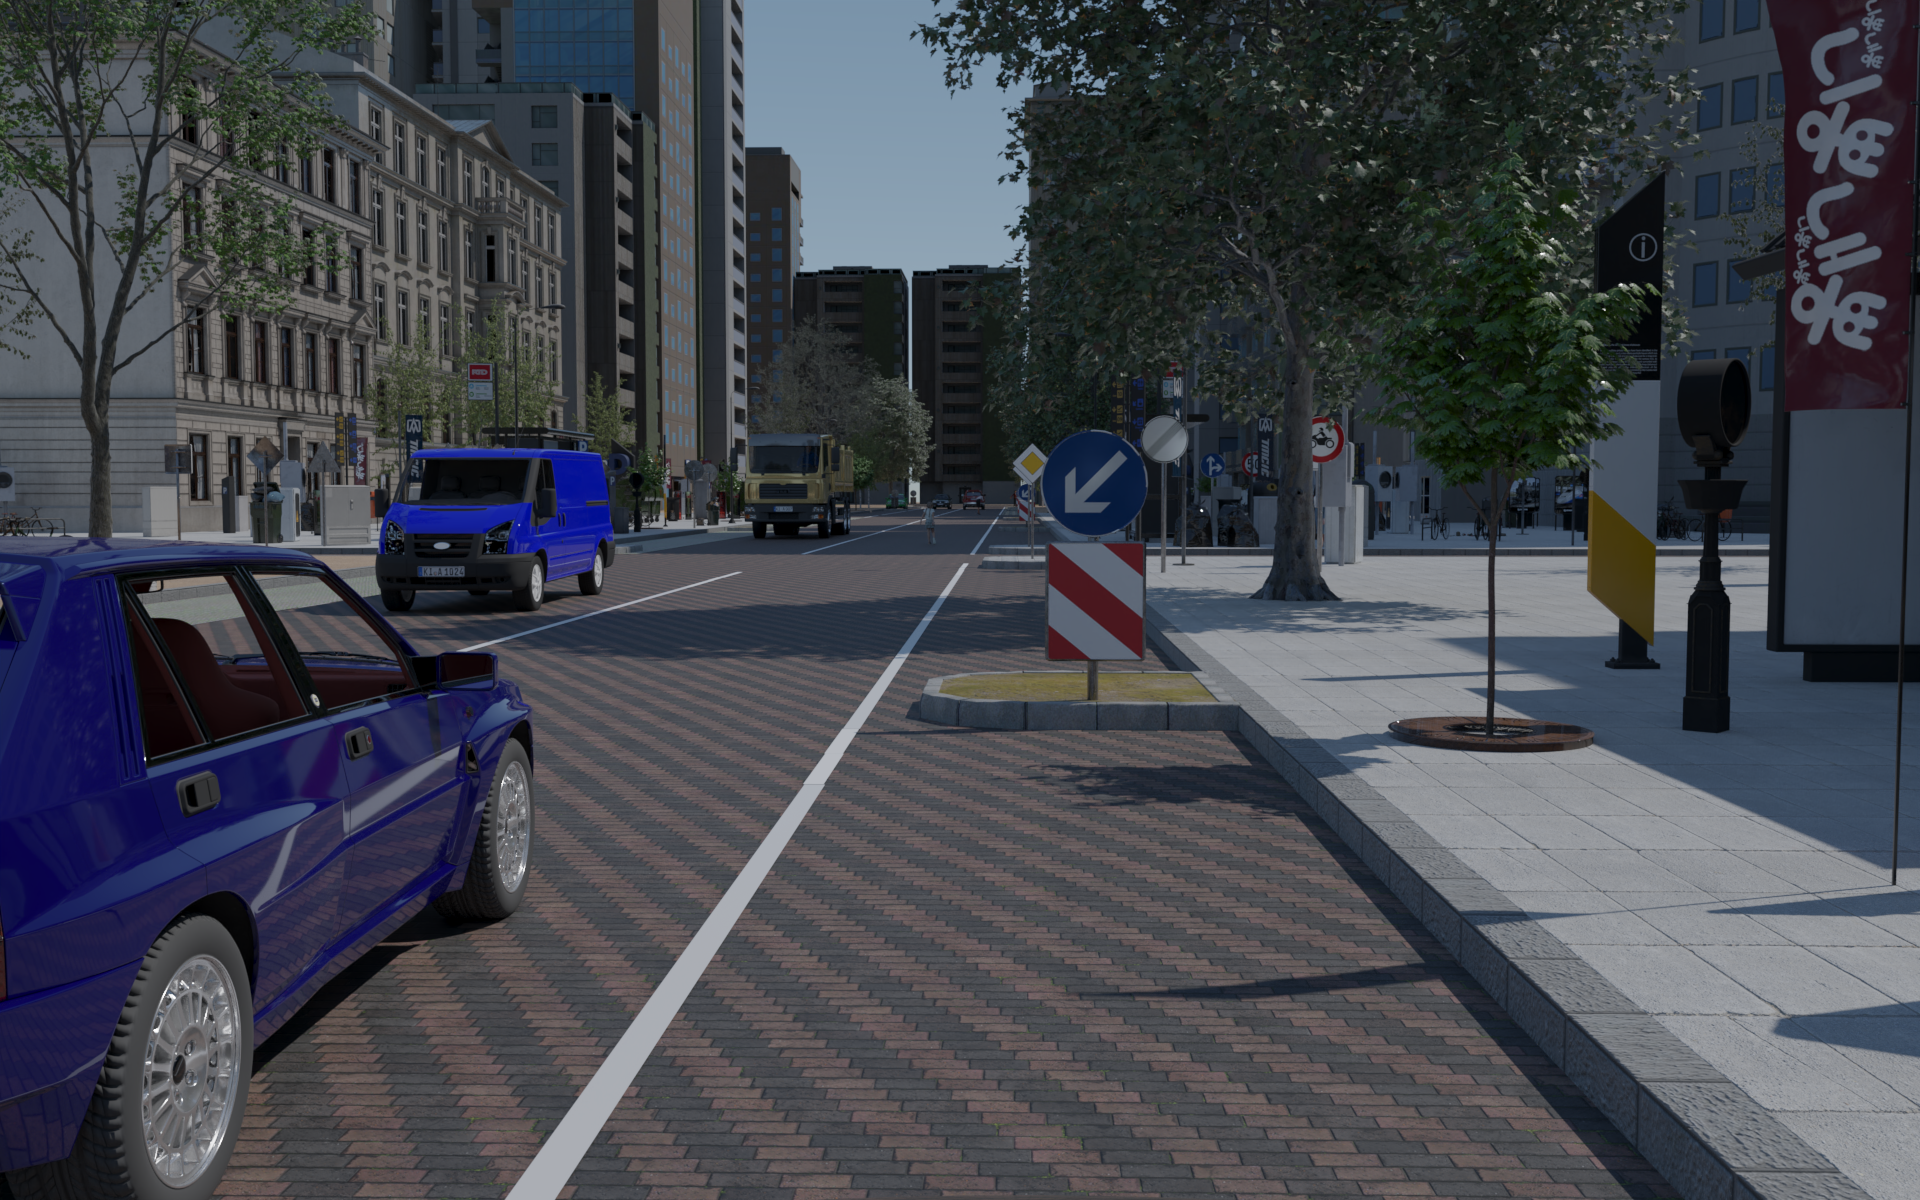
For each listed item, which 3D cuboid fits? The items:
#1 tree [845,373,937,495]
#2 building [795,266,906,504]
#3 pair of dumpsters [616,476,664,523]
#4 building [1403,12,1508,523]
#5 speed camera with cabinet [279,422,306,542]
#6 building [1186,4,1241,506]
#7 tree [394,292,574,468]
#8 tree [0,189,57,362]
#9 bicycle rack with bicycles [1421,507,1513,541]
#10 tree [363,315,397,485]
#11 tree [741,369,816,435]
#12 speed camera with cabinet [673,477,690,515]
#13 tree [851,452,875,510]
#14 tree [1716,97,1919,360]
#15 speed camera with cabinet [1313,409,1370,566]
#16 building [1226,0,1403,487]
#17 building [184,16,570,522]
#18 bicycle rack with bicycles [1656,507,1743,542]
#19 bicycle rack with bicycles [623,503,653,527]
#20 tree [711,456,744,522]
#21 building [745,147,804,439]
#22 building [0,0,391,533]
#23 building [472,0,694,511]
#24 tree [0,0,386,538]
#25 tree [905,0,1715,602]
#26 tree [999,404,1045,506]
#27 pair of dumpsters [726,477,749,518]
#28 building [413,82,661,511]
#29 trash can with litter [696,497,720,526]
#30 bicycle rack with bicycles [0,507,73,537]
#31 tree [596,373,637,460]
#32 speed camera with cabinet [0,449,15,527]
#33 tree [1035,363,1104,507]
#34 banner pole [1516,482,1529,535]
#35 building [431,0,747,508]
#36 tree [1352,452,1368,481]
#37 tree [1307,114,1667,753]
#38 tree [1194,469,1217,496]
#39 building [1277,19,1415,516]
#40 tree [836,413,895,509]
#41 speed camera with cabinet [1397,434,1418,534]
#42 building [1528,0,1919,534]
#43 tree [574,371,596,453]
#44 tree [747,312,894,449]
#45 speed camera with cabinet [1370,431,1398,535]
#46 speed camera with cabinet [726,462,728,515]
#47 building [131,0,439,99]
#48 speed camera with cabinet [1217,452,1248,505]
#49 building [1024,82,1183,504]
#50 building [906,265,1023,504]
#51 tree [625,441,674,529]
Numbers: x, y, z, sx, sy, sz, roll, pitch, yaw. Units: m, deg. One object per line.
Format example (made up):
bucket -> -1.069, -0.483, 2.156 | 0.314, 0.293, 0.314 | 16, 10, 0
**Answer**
tree -> -7.332, -16.778, 180.979 | 9.857, 13.997, 8.962 | 0, 3, 0
building -> -13.801, -27.567, 222.413 | 14.107, 30.474, 14.160 | 0, 4, 2
pair of dumpsters -> -14.275, -4.548, 76.857 | 1.574, 2.255, 4.437 | 0, 4, 2
building -> 28.670, -24.405, 82.624 | 14.154, 41.232, 14.086 | 0, 4, 2
speed camera with cabinet -> -18.276, -3.233, 47.198 | 0.660, 3.252, 2.038 | -1, 4, -12
building -> 31.746, -37.993, 163.183 | 21.231, 58.520, 28.212 | 0, 4, 2
tree -> -17.457, -6.944, 63.890 | 4.737, 8.622, 4.395 | 0, 3, 0
tree -> -18.807, -4.943, 31.186 | 4.360, 8.622, 3.978 | 0, 3, 0
bicycle rack with bicycles -> 14.074, -2.130, 48.212 | 2.852, 0.926, 2.925 | 2, 4, 24
tree -> -21.905, -7.248, 68.872 | 4.737, 8.622, 4.395 | 0, 3, 0
tree -> -10.439, -9.270, 101.920 | 4.360, 8.622, 3.978 | 0, 3, 0
speed camera with cabinet -> -17.197, -6.888, 106.953 | 0.660, 3.252, 2.038 | -1, 4, -23
tree -> -8.148, -9.321, 136.114 | 4.285, 4.588, 4.351 | 0, 3, 0
tree -> 15.144, -4.868, 29.955 | 4.360, 8.622, 3.978 | 0, 3, 0
speed camera with cabinet -> 6.925, -2.277, 31.573 | 0.660, 3.252, 2.038 | 1, 4, 21
building -> 32.679, -31.371, 132.526 | 23.786, 49.044, 30.456 | 0, 4, 2
building -> -30.810, -16.747, 92.903 | 14.460, 24.649, 34.723 | 0, 4, 2
bicycle rack with bicycles -> 19.915, -2.088, 47.517 | 2.925, 0.926, 2.852 | -2, 4, -31
bicycle rack with bicycles -> -13.444, -3.299, 67.323 | 2.925, 0.926, 2.852 | -1, 4, -8
tree -> -10.643, -5.287, 81.040 | 1.663, 3.219, 1.824 | 0, 3, 0
building -> -27.932, -35.033, 222.895 | 14.200, 45.320, 14.600 | 0, 4, 2
building -> -30.268, -12.322, 66.089 | 10.561, 19.102, 19.286 | 0, 4, 2
building -> -29.433, -29.894, 138.882 | 14.600, 45.320, 14.200 | 0, 4, 2
tree -> -11.929, -5.999, 23.837 | 9.928, 11.665, 9.643 | 0, 3, 0
tree -> 4.156, -6.339, 20.656 | 9.611, 12.733, 9.660 | 0, 3, 0
tree -> 8.882, -17.065, 185.675 | 9.857, 13.997, 8.962 | 0, 3, 0
pair of dumpsters -> -11.822, -5.609, 94.200 | 1.574, 2.255, 4.437 | 0, 4, 2
building -> -30.185, -21.622, 125.225 | 14.160, 30.474, 14.107 | 0, 4, 2
trash can with litter -> -10.251, -3.593, 70.133 | 1.055, 1.170, 0.624 | 0, 4, 4
bicycle rack with bicycles -> -26.212, -2.090, 47.556 | 2.852, 0.926, 2.925 | 2, 4, 27
tree -> -21.094, -9.365, 103.485 | 4.737, 8.622, 4.395 | 0, 3, 0
speed camera with cabinet -> -31.700, -3.764, 55.883 | 2.038, 3.252, 0.660 | -3, 5, -42
tree -> 5.514, -8.494, 89.238 | 4.737, 8.622, 4.395 | 0, 3, 0
banner pole -> 17.752, -3.943, 54.478 | 0.401, 3.779, 0.863 | 1, 4, 12
building -> -35.577, -38.355, 169.108 | 28.212, 58.520, 21.231 | 0, 4, 2
tree -> 21.804, -7.120, 100.123 | 4.285, 4.588, 4.351 | 0, 3, 0
tree -> 2.807, -0.873, 8.870 | 1.663, 3.219, 1.824 | 0, 3, 0
tree -> 15.660, -7.001, 109.074 | 1.663, 3.219, 1.824 | 0, 3, 0
building -> 26.985, -20.652, 109.361 | 14.160, 30.474, 14.107 | 0, 4, 2
tree -> -8.827, -12.356, 152.384 | 4.737, 8.622, 4.395 | 0, 3, 0
speed camera with cabinet -> 14.215, -3.758, 55.786 | 0.660, 3.252, 2.038 | 0, 4, 2
building -> 37.268, -31.889, 63.379 | 28.212, 58.520, 21.231 | 0, 4, 2
tree -> -19.433, -7.696, 76.198 | 4.737, 8.622, 4.395 | 0, 3, 0
tree -> -9.323, -12.631, 116.885 | 12.009, 13.543, 11.850 | 0, 3, 0
speed camera with cabinet -> 12.521, -3.632, 53.727 | 2.038, 3.252, 0.660 | -2, 4, -34
speed camera with cabinet -> -13.775, -6.953, 108.015 | 2.038, 3.252, 0.660 | 1, 4, 18
building -> -63.951, -35.312, 166.593 | 27.495, 52.752, 28.713 | 0, 4, 2
speed camera with cabinet -> 13.164, -5.348, 81.776 | 2.038, 3.252, 0.660 | 0, 4, 4
building -> 22.118, -39.056, 227.802 | 27.495, 52.752, 28.713 | 0, 4, 2
building -> 0.939, -27.496, 221.263 | 14.107, 30.474, 14.160 | 0, 4, 2
tree -> -11.556, -4.221, 63.608 | 1.663, 3.219, 1.824 | 0, 3, 0
